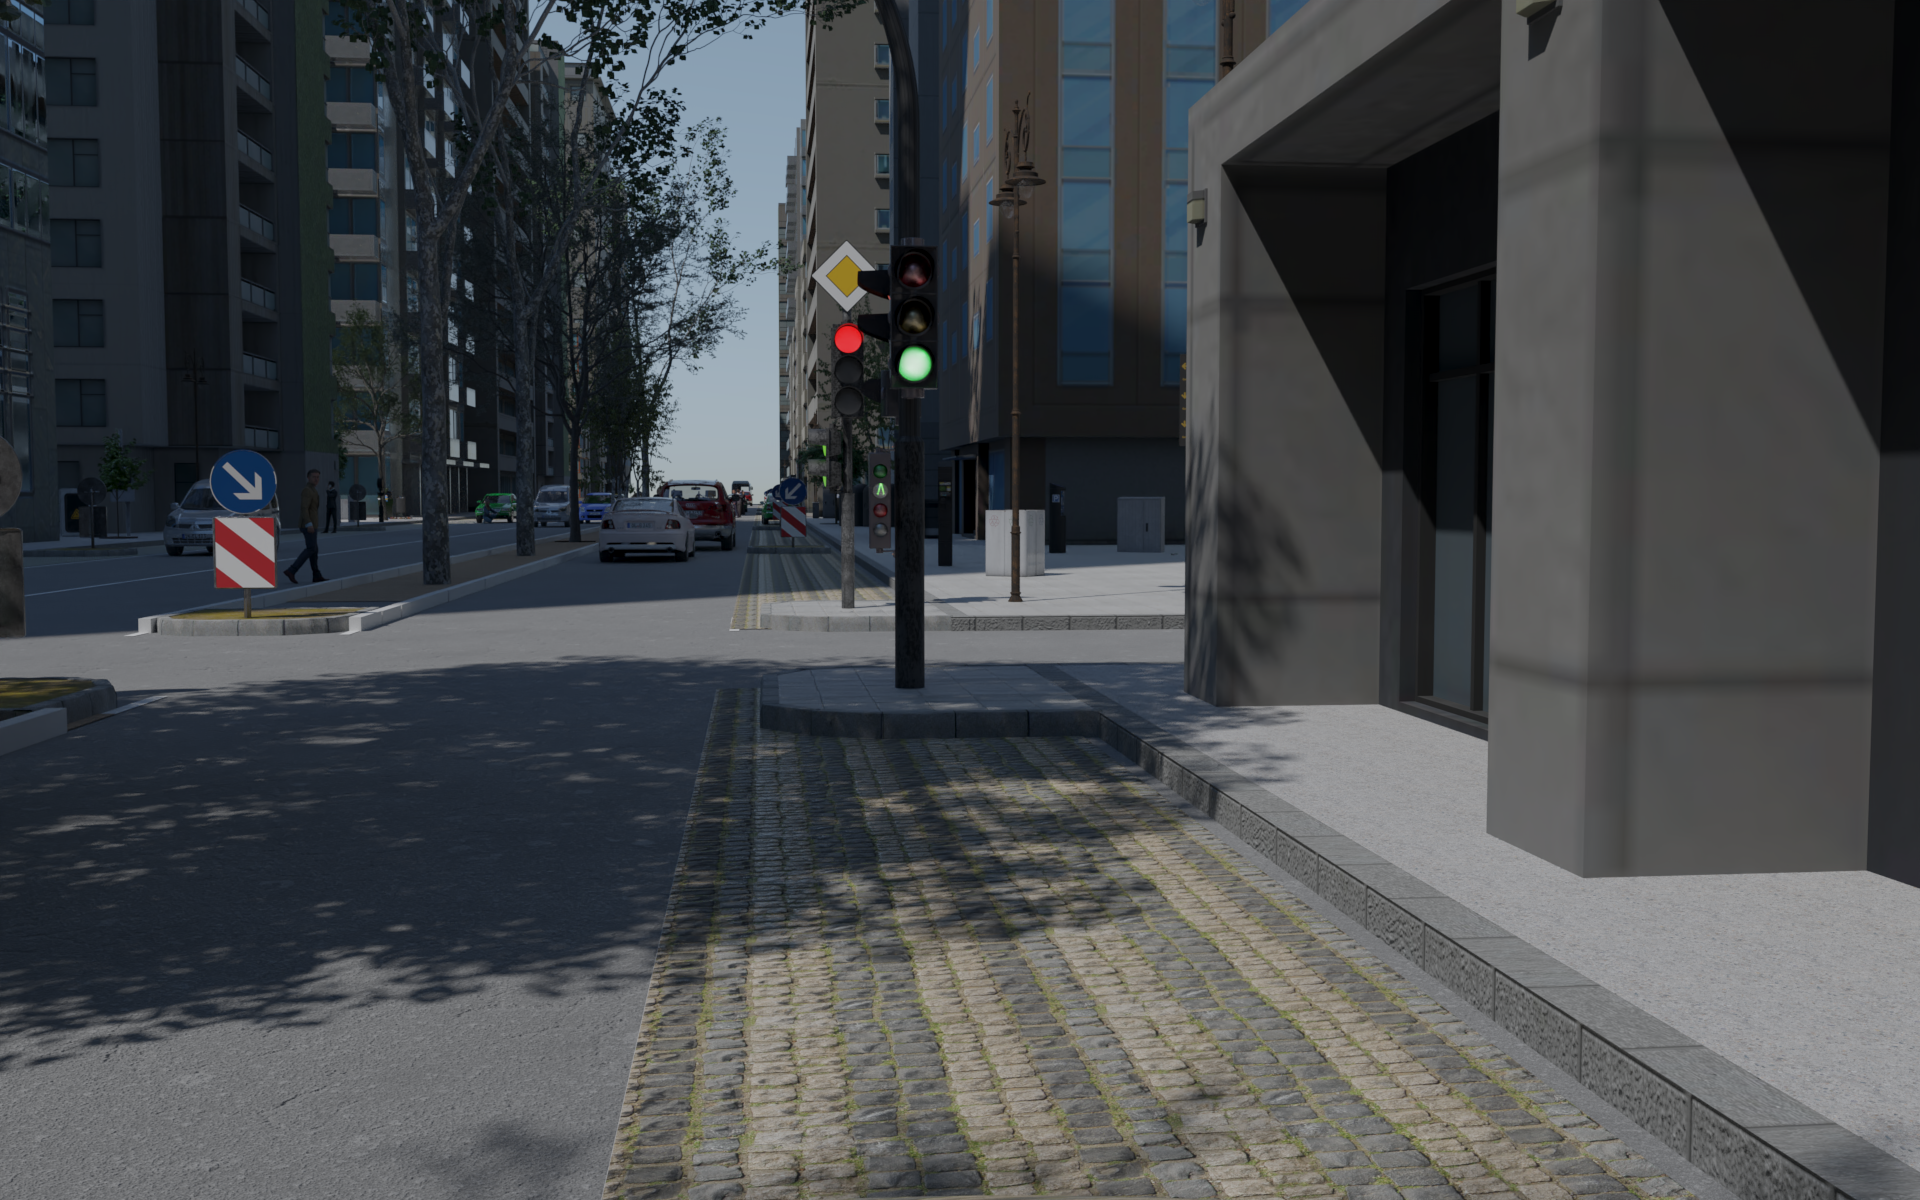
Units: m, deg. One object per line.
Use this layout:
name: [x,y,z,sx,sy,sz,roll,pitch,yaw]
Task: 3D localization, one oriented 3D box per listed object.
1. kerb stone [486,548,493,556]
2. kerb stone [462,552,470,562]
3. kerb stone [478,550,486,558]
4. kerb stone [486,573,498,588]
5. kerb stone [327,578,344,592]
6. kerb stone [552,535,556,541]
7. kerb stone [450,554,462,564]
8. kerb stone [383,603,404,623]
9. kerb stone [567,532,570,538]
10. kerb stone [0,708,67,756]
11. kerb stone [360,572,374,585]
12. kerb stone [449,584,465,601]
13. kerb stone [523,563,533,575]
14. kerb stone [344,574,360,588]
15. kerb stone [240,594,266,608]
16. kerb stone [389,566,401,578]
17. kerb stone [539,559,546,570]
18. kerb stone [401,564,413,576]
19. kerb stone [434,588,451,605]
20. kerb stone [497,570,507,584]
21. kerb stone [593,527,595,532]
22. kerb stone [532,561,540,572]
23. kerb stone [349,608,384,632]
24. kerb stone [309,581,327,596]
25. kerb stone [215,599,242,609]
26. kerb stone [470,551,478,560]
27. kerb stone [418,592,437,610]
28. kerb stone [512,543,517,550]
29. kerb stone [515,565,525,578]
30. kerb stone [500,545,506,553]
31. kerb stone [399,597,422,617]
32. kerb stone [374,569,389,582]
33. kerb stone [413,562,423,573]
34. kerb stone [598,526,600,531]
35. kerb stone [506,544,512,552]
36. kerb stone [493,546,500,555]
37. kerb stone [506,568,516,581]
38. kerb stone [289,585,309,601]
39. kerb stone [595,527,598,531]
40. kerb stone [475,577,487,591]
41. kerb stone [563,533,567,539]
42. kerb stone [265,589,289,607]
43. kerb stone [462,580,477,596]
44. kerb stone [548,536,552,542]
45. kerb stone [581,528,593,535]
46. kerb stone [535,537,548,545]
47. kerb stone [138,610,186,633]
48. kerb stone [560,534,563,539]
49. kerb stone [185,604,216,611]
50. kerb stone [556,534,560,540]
kerb stone: [-10.908,-1.062,39.702,0.120,0.150,1.000,0,4,-7]
kerb stone: [-10.560,-0.877,36.648,0.120,0.150,1.000,0,4,-7]
kerb stone: [-10.791,-1.008,38.678,0.120,0.150,1.000,0,4,-7]
kerb stone: [-7.291,-0.275,26.685,0.120,0.150,1.000,0,4,-7]
kerb stone: [-9.275,-0.199,25.448,0.120,0.150,1.000,0,4,-7]
kerb stone: [-12.314,-1.821,51.962,0.120,0.150,1.000,0,4,-7]
kerb stone: [-10.440,-0.822,35.630,0.120,0.150,1.000,0,4,-7]
kerb stone: [-6.476,0.166,19.557,0.120,0.150,1.000,0,4,-7]
kerb stone: [-12.789,-2.064,56.026,0.120,0.150,1.000,0,4,-7]
kerb stone: [-5.363,0.753,9.892,0.120,0.150,1.000,0,4,-7]
kerb stone: [-9.507,-0.323,27.484,0.120,0.150,1.000,0,4,-7]
kerb stone: [-6.942,-0.088,23.632,0.120,0.150,1.000,0,4,-7]
kerb stone: [-7.768,-0.525,30.779,0.120,0.150,1.000,0,4,-7]
kerb stone: [-9.384,-0.261,26.464,0.120,0.150,1.000,0,4,-7]
kerb stone: [-8.799,0.052,21.370,0.120,0.150,1.000,0,4,-7]
kerb stone: [-9.739,-0.447,29.528,0.120,0.150,1.000,0,4,-7]
kerb stone: [-8.009,-0.649,32.815,0.120,0.150,1.000,0,4,-7]
kerb stone: [-9.849,-0.511,30.551,0.120,0.150,1.000,0,4,-7]
kerb stone: [-6.835,-0.026,22.613,0.120,0.150,1.000,0,4,-7]
kerb stone: [-7.415,-0.336,27.704,0.120,0.150,1.000,0,4,-7]
kerb stone: [-13.728,-2.568,64.179,0.120,0.150,1.000,0,4,-7]
kerb stone: [-7.885,-0.587,31.800,0.120,0.150,1.000,0,4,-7]
kerb stone: [-6.361,0.224,18.541,0.120,0.150,1.000,0,4,-7]
kerb stone: [-9.149,-0.133,24.434,0.120,0.150,1.000,0,4,-7]
kerb stone: [-8.677,0.113,20.352,0.120,0.150,1.000,0,4,-7]
kerb stone: [-10.676,-0.946,37.662,0.120,0.150,1.000,0,4,-7]
kerb stone: [-6.710,0.037,21.595,0.120,0.150,1.000,0,4,-7]
kerb stone: [-11.378,-1.321,43.796,0.120,0.150,1.000,0,4,-7]
kerb stone: [-7.652,-0.460,29.747,0.120,0.150,1.000,0,4,-7]
kerb stone: [-11.141,-1.195,41.739,0.120,0.150,1.000,0,4,-7]
kerb stone: [-6.586,0.099,20.573,0.120,0.150,1.000,0,4,-7]
kerb stone: [-9.616,-0.383,28.501,0.120,0.150,1.000,0,4,-7]
kerb stone: [-9.966,-0.570,31.567,0.120,0.150,1.000,0,4,-7]
kerb stone: [-13.964,-2.692,66.209,0.120,0.150,1.000,0,4,-7]
kerb stone: [-11.268,-1.258,42.769,0.120,0.150,1.000,0,4,-7]
kerb stone: [-11.020,-1.126,40.718,0.120,0.150,1.000,0,4,-7]
kerb stone: [-7.533,-0.400,28.729,0.120,0.150,1.000,0,4,-7]
kerb stone: [-9.033,-0.074,23.412,0.120,0.150,1.000,0,4,-7]
kerb stone: [-13.848,-2.630,65.193,0.120,0.150,1.000,0,4,-7]
kerb stone: [-7.183,-0.212,25.668,0.120,0.150,1.000,0,4,-7]
kerb stone: [-12.672,-2.007,55.010,0.120,0.150,1.000,0,4,-7]
kerb stone: [-8.911,-0.012,22.392,0.120,0.150,1.000,0,4,-7]
kerb stone: [-7.062,-0.150,24.652,0.120,0.150,1.000,0,4,-7]
kerb stone: [-12.201,-1.750,50.947,0.120,0.150,1.000,0,4,-7]
kerb stone: [-13.602,-2.505,63.157,0.120,0.150,1.000,0,4,-7]
kerb stone: [-12.085,-1.694,49.927,0.120,0.150,1.000,0,4,-7]
kerb stone: [-8.446,0.237,18.315,0.120,0.150,1.000,0,4,-7]
kerb stone: [-12.559,-1.943,53.994,0.120,0.150,1.000,0,4,-7]
kerb stone: [-8.558,0.175,19.336,0.120,0.150,1.000,0,4,-7]
kerb stone: [-12.430,-1.883,52.980,0.120,0.150,1.000,0,4,-7]
